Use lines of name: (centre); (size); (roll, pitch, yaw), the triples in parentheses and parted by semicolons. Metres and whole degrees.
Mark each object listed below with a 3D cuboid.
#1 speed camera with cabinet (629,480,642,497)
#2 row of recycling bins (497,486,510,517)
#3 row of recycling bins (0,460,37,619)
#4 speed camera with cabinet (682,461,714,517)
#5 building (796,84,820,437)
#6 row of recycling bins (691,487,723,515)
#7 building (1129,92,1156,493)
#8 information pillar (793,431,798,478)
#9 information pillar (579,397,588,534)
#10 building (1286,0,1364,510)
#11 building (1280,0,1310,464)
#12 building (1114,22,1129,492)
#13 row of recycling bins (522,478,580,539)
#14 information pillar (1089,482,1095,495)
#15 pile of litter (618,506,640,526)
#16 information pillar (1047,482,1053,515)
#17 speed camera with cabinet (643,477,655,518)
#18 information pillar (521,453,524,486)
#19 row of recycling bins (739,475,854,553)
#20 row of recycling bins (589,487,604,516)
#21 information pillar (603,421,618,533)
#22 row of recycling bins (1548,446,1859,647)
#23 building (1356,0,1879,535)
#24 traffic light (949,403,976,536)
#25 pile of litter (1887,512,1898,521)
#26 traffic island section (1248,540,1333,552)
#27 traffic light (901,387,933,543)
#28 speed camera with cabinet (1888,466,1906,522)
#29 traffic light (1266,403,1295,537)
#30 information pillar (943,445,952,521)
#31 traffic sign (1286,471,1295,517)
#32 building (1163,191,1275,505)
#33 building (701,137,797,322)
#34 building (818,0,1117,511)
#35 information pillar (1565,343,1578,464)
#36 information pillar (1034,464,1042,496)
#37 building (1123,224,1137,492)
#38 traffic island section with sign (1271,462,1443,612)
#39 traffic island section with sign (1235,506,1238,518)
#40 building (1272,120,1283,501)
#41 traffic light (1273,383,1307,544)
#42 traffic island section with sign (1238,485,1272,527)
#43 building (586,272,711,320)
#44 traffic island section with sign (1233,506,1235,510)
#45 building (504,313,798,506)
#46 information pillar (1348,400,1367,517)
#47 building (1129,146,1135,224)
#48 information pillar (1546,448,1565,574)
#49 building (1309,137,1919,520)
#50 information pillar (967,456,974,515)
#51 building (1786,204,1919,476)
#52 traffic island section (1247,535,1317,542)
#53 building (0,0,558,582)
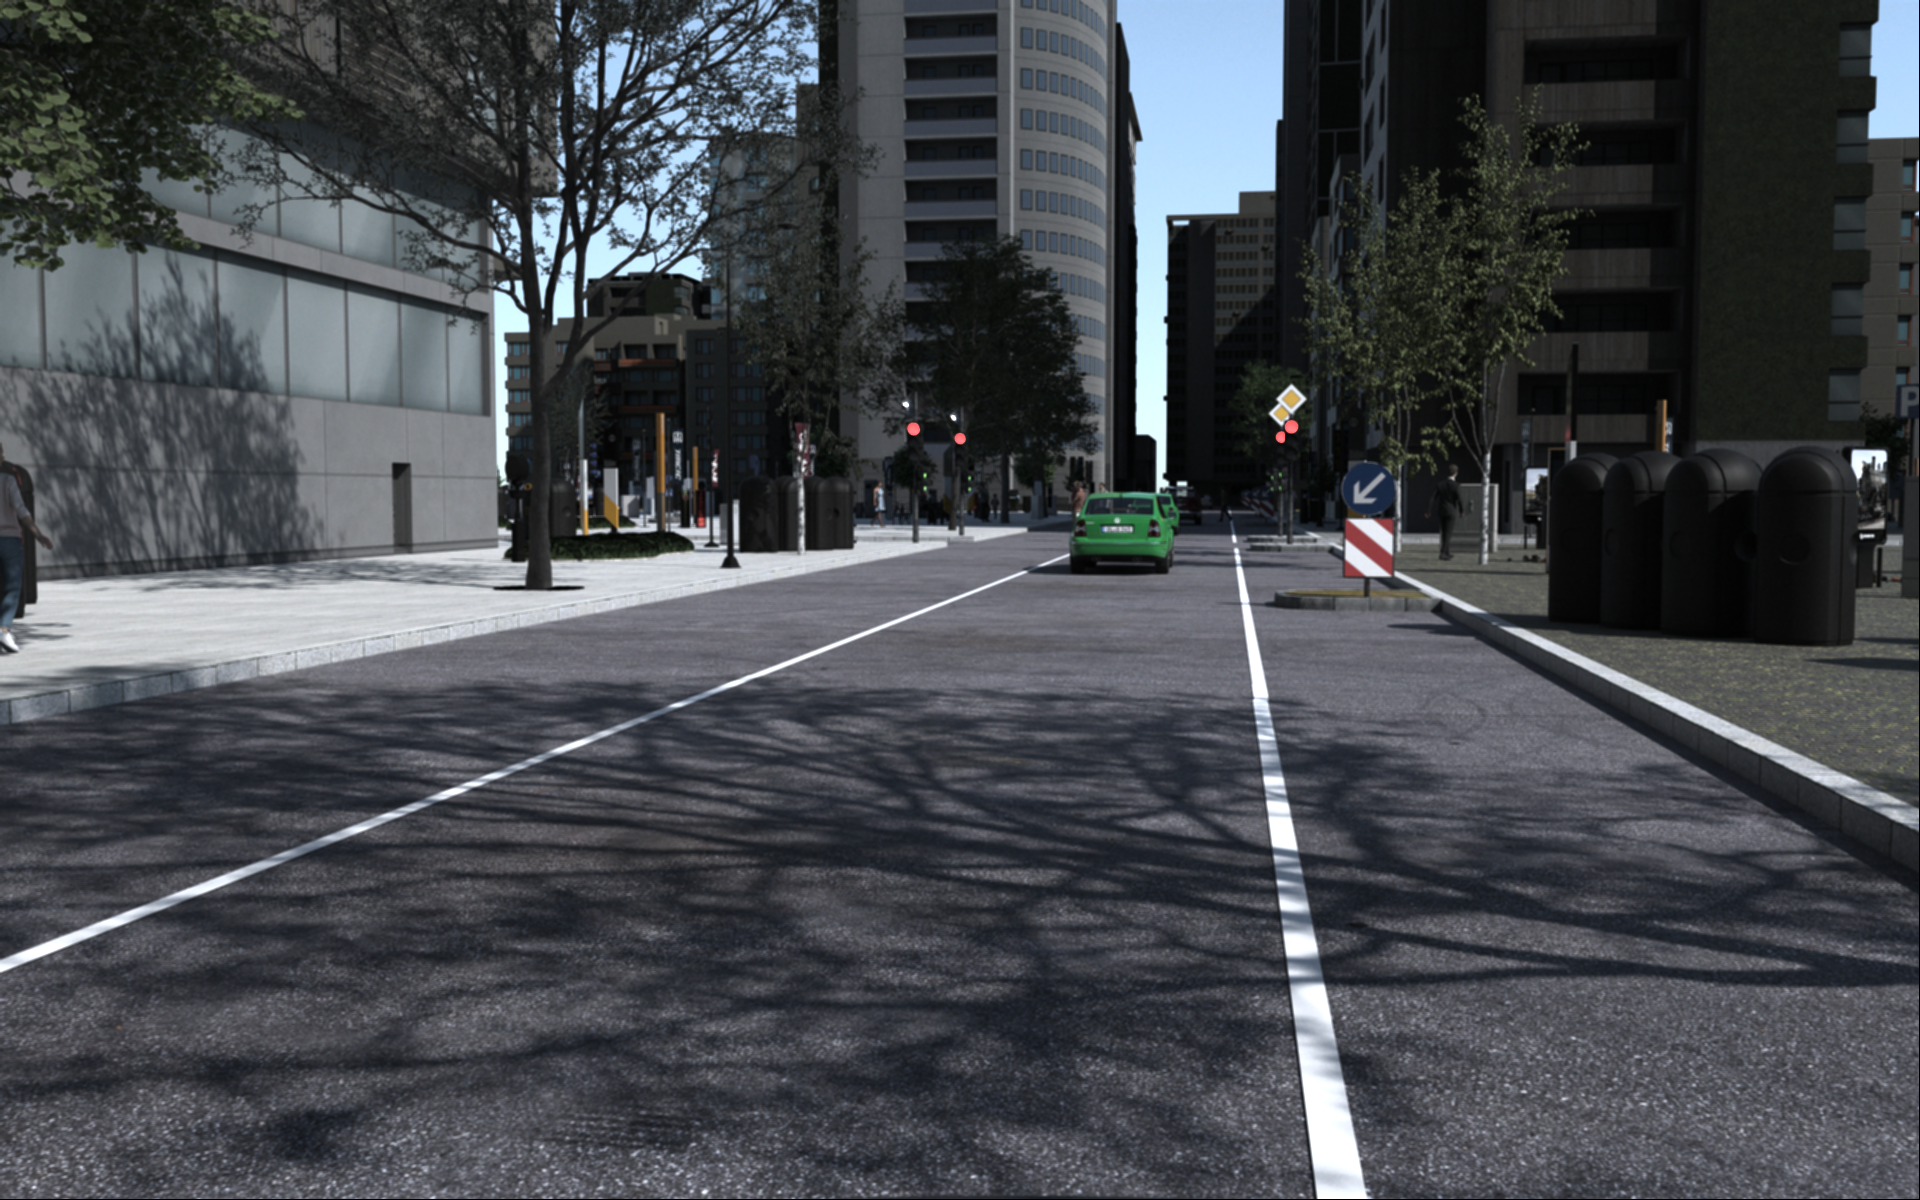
speed camera with cabinet: (-21.071, -7.419, 115.629); (2.038, 3.252, 0.660); (-3, 5, -43)
row of recycling bins: (-24.267, -4.942, 87.913); (1.069, 1.692, 3.534); (1, 4, 19)
row of recycling bins: (-10.703, -0.721, 18.895); (1.069, 1.692, 3.534); (-2, 4, -25)
speed camera with cabinet: (-15.621, -6.632, 102.775); (2.038, 3.252, 0.660); (-3, 4, -39)
building: (-5.613, -34.947, 195.090); (21.600, 48.544, 21.300); (1, 4, 9)
row of recycling bins: (-15.833, -6.134, 107.401); (1.069, 1.692, 3.534); (-3, 4, -38)
building: (11.479, -39.001, 226.912); (27.495, 52.752, 28.713); (1, 4, 9)
information pillar: (-5.963, -4.459, 64.256); (0.504, 3.616, 0.183); (-1, 4, -20)
information pillar: (-9.101, -3.089, 41.865); (0.183, 3.616, 0.504); (-2, 4, -25)
building: (37.628, -43.175, 144.169); (20.563, 71.187, 20.611); (1, 4, 9)
building: (41.969, -38.321, 168.541); (21.231, 58.520, 28.212); (1, 4, 9)
building: (8.600, -31.425, 163.913); (14.600, 45.320, 14.200); (1, 4, 9)
row of recycling bins: (-11.018, -2.411, 46.527); (1.069, 1.692, 3.534); (-2, 4, -24)
information pillar: (8.104, -6.230, 106.356); (0.304, 2.012, 0.304); (0, 4, -2)
pile of litter: (-13.665, -3.373, 69.116); (1.719, 0.858, 1.176); (1, 4, 23)
information pillar: (5.477, -6.164, 105.268); (0.304, 2.012, 0.304); (1, 4, 8)
speed camera with cabinet: (-16.205, -5.984, 92.168); (0.660, 3.252, 2.038); (0, 4, 2)
information pillar: (-25.095, -6.605, 99.341); (0.183, 3.616, 0.504); (-1, 4, -10)
row of recycling bins: (-3.628, -1.969, 39.311); (1.069, 1.692, 3.534); (2, 4, 35)
row of recycling bins: (-22.126, -5.725, 100.718); (3.534, 1.692, 1.069); (1, 4, 11)
information pillar: (-11.182, -3.925, 55.523); (0.504, 3.616, 0.183); (1, 4, 20)
row of recycling bins: (6.803, -0.554, 16.166); (1.069, 1.692, 3.534); (-1, 4, -19)
building: (21.156, -17.549, 58.626); (14.107, 30.474, 14.160); (1, 4, 9)
traffic light: (0.066, -3.947, 53.452); (0.839, 4.253, 0.868); (1, 4, 9)
pile of litter: (43.308, -4.146, 81.745); (1.719, 0.858, 1.176); (2, 4, 32)
traffic island section: (8.439, -1.342, 44.218); (2.009, 0.180, 2.903); (1, 4, 9)
traffic light: (-1.150, -3.464, 45.560); (0.839, 4.253, 0.868); (1, 4, 9)
speed camera with cabinet: (43.145, -5.140, 78.367); (2.038, 3.252, 0.660); (1, 4, 20)
traffic light: (9.617, -3.858, 52.002); (0.839, 4.253, 0.868); (1, 4, 9)
information pillar: (-0.579, -5.562, 82.288); (0.504, 3.616, 0.183); (-3, 5, -43)
traffic sign: (18.002, -5.820, 95.260); (0.768, 2.556, 0.104); (1, 4, 9)
building: (38.735, -32.606, 224.983); (23.993, 40.220, 32.217); (1, 4, 9)
building: (-17.928, -37.306, 229.561); (30.456, 49.044, 23.786); (1, 4, 9)
building: (1.424, -36.737, 142.655); (21.231, 58.520, 28.212); (1, 4, 9)
information pillar: (9.571, -2.189, 27.151); (0.183, 3.616, 0.504); (1, 4, 10)
information pillar: (5.009, -7.298, 110.670); (0.504, 3.616, 0.183); (0, 4, -3)
building: (10.850, -24.905, 178.890); (14.160, 30.474, 14.107); (1, 4, 9)
traffic island section with sign: (5.055, -0.828, 22.162); (1.989, 1.847, 2.006); (1, 4, 9)
traffic island section with sign: (17.628, -5.817, 103.738); (1.989, 1.847, 2.006); (1, 4, 9)
building: (41.766, -31.050, 191.259); (14.154, 41.232, 14.086); (1, 4, 9)
traffic light: (8.401, -3.375, 44.110); (0.839, 4.253, 0.868); (1, 4, 9)
traffic island section with sign: (13.515, -4.188, 77.097); (1.989, 1.847, 2.006); (1, 4, 9)
building: (-40.988, -27.923, 228.240); (14.107, 30.474, 14.160); (1, 4, 9)
traffic island section with sign: (25.327, -8.873, 153.694); (1.989, 1.847, 2.006); (1, 4, 9)
building: (-32.264, -21.509, 196.703); (28.899, 21.520, 27.650); (1, 4, 9)
information pillar: (9.851, -3.159, 43.009); (0.504, 3.616, 0.183); (3, 5, 45)
building: (12.545, -31.340, 196.000); (14.086, 41.232, 14.154); (1, 4, 9)
information pillar: (9.604, -1.425, 27.797); (0.304, 2.012, 0.304); (2, 4, 31)
building: (35.132, -15.626, 100.523); (27.650, 21.520, 28.899); (1, 4, 9)
information pillar: (0.673, -6.993, 105.692); (0.183, 3.616, 0.504); (-3, 5, -44)
building: (97.878, -25.199, 183.705); (14.107, 30.474, 14.160); (1, 4, 9)
traffic island section: (9.655, -1.824, 52.110); (2.009, 0.180, 2.903); (1, 4, 9)
building: (-24.825, -27.003, 30.736); (27.495, 52.752, 28.713); (1, 4, 9)
